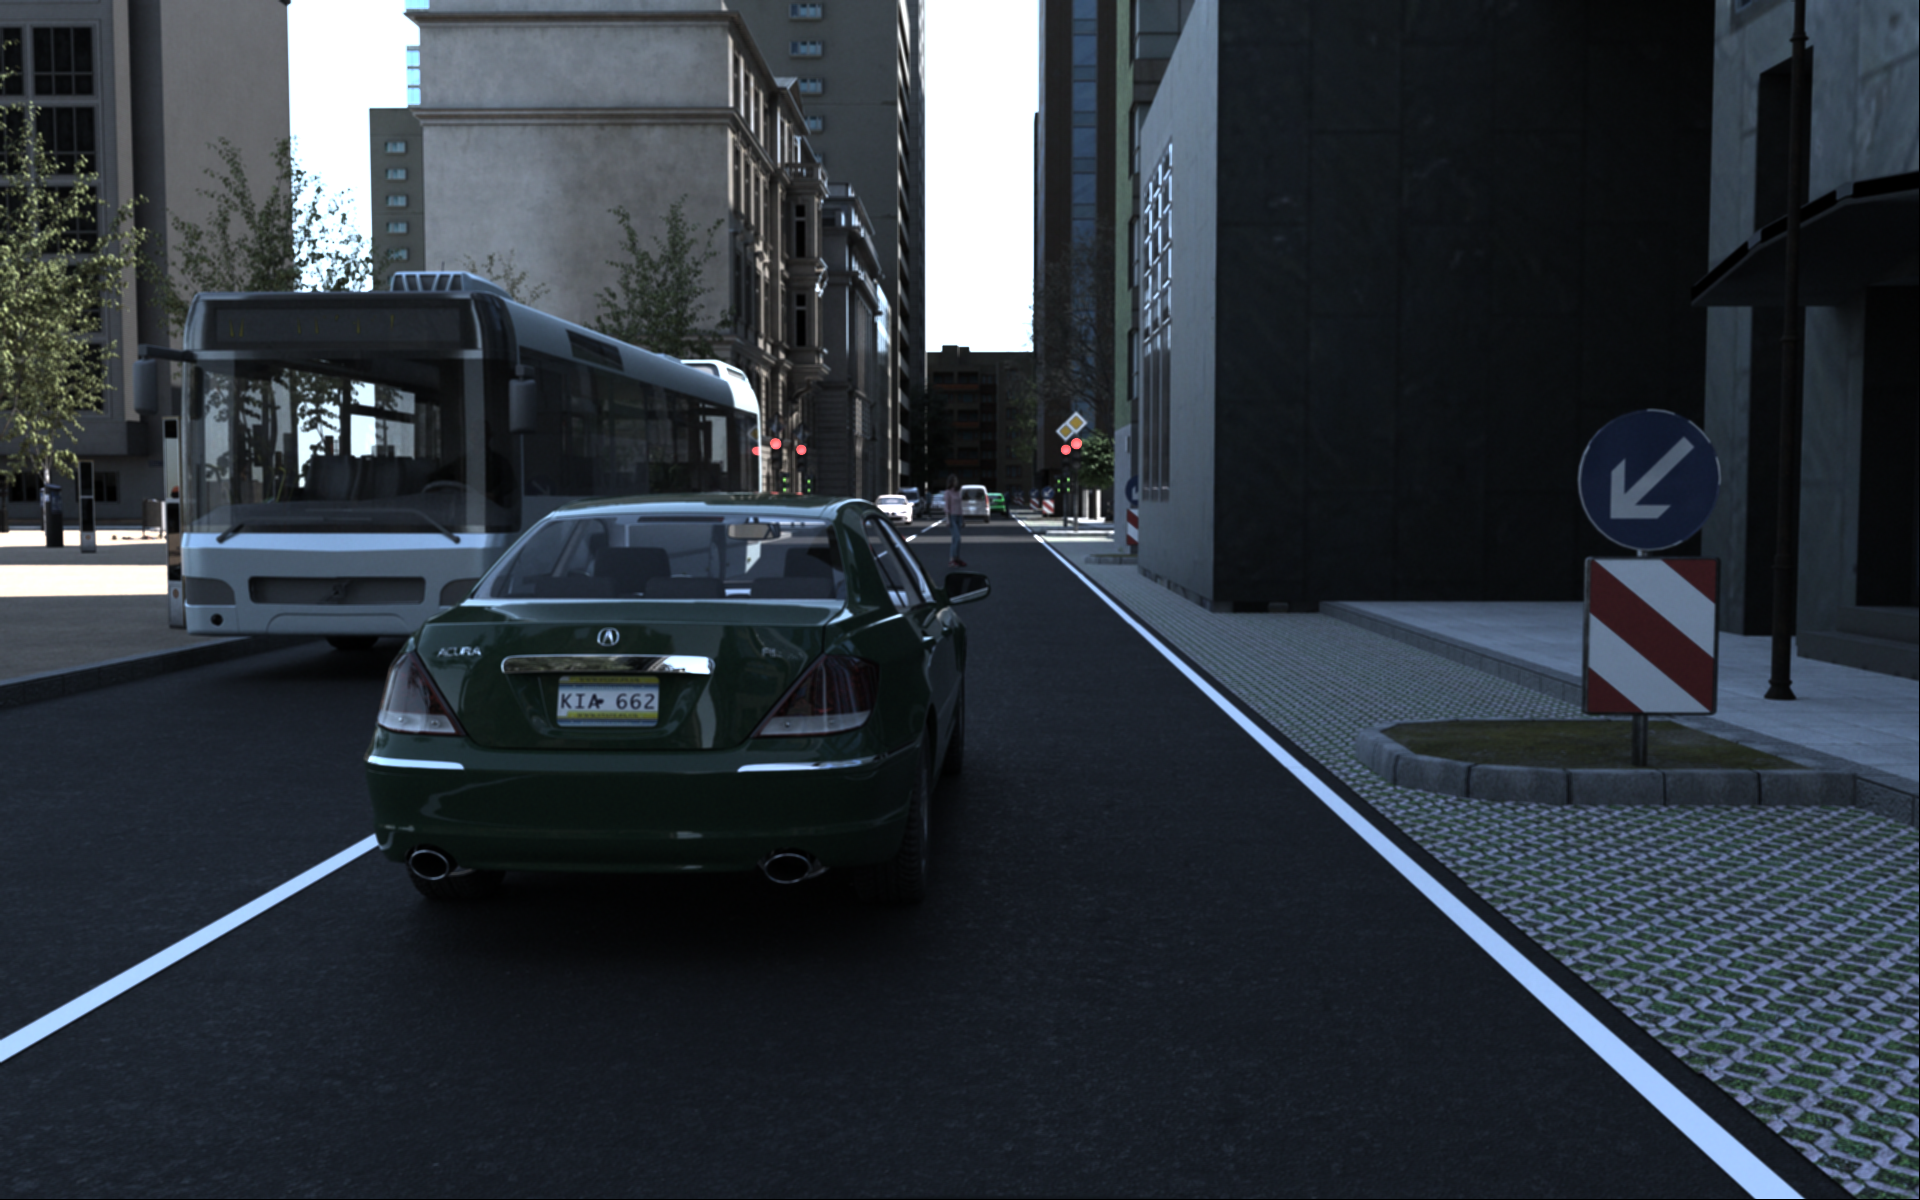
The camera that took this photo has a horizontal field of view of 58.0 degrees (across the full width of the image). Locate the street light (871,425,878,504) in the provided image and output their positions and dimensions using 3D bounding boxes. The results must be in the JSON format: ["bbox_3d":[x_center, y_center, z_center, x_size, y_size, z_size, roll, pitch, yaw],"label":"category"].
[{"bbox_3d":[-5.671,-8.654,114.280,0.468,5.910,1.993,0,4,1],"label":"street light"}]

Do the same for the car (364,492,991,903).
[{"bbox_3d":[-0.950,0.261,7.527,2.131,1.459,4.920,0,4,3],"label":"car"}]

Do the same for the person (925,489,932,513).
[{"bbox_3d":[-2.374,-7.578,132.499,0.679,1.850,0.850,1,4,23],"label":"person"}]

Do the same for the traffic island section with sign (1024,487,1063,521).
[{"bbox_3d":[4.513,-5.062,91.391,1.989,1.847,2.006,0,4,1],"label":"traffic island section with sign"}]

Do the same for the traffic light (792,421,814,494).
[{"bbox_3d":[-6.066,-4.765,66.835,0.839,4.253,0.868,0,4,1],"label":"traffic light"}]

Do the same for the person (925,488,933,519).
[{"bbox_3d":[-1.741,-5.452,97.978,0.444,1.785,0.601,0,4,-1],"label":"person"}]

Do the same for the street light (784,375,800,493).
[{"bbox_3d":[-6.500,-5.767,67.086,0.468,5.910,1.993,0,4,1],"label":"street light"}]

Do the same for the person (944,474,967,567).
[{"bbox_3d":[-0.113,-1.569,34.169,0.388,1.821,0.555,2,4,27],"label":"person"}]

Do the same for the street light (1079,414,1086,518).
[{"bbox_3d":[6.578,-7.441,94.441,0.468,5.910,1.993,0,4,1],"label":"street light"}]

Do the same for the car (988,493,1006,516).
[{"bbox_3d":[2.100,-6.374,113.007,1.959,1.807,4.718,0,4,-1],"label":"car"}]

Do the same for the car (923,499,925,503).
[{"bbox_3d":[-2.530,-9.094,161.269,1.945,1.354,3.894,0,4,2],"label":"car"}]

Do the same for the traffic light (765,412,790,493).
[{"bbox_3d":[-6.200,-4.277,58.851,0.839,4.253,0.868,0,4,1],"label":"traffic light"}]

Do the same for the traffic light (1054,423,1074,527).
[{"bbox_3d":[4.044,-4.756,66.683,0.839,4.253,0.868,0,4,1],"label":"traffic light"}]

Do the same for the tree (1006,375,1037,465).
[{"bbox_3d":[7.775,-13.602,148.153,9.928,11.665,9.643,0,3,0],"label":"tree"}]

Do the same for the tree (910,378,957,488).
[{"bbox_3d":[-4.916,-17.460,192.131,9.857,13.997,8.962,0,3,0],"label":"tree"}]

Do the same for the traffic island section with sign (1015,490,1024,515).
[{"bbox_3d":[4.948,-6.710,118.343,1.989,1.847,2.006,0,4,1],"label":"traffic island section with sign"}]

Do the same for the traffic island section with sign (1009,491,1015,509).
[{"bbox_3d":[5.796,-9.795,168.769,1.989,1.847,2.006,0,4,1],"label":"traffic island section with sign"}]

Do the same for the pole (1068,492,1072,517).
[{"bbox_3d":[6.089,-6.227,95.651,0.158,3.312,0.155,0,3,0],"label":"pole"}]

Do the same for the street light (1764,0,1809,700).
[{"bbox_3d":[5.142,-2.318,10.682,0.468,5.910,1.993,0,4,1],"label":"street light"}]

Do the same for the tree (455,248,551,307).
[{"bbox_3d":[-14.117,-6.180,51.410,4.360,8.622,3.978,0,3,0],"label":"tree"}]

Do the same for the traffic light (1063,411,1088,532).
[{"bbox_3d":[3.910,-4.268,58.699,0.839,4.253,0.868,0,4,1],"label":"traffic light"}]

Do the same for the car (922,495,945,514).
[{"bbox_3d":[-1.786,-7.066,127.888,2.083,1.381,4.827,0,4,0],"label":"car"}]

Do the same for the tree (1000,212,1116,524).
[{"bbox_3d":[6.792,-10.078,75.152,12.009,13.543,11.850,0,3,0],"label":"tree"}]

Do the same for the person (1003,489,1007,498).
[{"bbox_3d":[3.568,-7.650,133.839,0.793,1.790,0.793,3,4,38],"label":"person"}]

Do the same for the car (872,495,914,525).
[{"bbox_3d":[-3.204,-4.225,81.443,2.083,1.381,4.827,0,4,0],"label":"car"}]

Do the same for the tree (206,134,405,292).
[{"bbox_3d":[-14.032,-5.162,34.763,4.737,8.622,4.395,0,3,0],"label":"tree"}]

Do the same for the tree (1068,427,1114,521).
[{"bbox_3d":[6.711,-6.165,84.515,4.285,4.588,4.351,0,3,0],"label":"tree"}]

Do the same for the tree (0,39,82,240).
[{"bbox_3d":[-15.453,-4.715,27.455,4.737,8.622,4.395,0,3,0],"label":"tree"}]

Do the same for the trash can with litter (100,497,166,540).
[{"bbox_3d":[-23.176,-2.305,48.741,1.678,1.210,2.233,3,5,41],"label":"trash can with litter"}]

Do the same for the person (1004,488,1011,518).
[{"bbox_3d":[2.792,-5.723,102.254,0.419,1.800,0.721,0,4,-6],"label":"person"}]

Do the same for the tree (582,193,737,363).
[{"bbox_3d":[-7.552,-5.671,43.080,4.737,8.622,4.395,0,3,0],"label":"tree"}]
